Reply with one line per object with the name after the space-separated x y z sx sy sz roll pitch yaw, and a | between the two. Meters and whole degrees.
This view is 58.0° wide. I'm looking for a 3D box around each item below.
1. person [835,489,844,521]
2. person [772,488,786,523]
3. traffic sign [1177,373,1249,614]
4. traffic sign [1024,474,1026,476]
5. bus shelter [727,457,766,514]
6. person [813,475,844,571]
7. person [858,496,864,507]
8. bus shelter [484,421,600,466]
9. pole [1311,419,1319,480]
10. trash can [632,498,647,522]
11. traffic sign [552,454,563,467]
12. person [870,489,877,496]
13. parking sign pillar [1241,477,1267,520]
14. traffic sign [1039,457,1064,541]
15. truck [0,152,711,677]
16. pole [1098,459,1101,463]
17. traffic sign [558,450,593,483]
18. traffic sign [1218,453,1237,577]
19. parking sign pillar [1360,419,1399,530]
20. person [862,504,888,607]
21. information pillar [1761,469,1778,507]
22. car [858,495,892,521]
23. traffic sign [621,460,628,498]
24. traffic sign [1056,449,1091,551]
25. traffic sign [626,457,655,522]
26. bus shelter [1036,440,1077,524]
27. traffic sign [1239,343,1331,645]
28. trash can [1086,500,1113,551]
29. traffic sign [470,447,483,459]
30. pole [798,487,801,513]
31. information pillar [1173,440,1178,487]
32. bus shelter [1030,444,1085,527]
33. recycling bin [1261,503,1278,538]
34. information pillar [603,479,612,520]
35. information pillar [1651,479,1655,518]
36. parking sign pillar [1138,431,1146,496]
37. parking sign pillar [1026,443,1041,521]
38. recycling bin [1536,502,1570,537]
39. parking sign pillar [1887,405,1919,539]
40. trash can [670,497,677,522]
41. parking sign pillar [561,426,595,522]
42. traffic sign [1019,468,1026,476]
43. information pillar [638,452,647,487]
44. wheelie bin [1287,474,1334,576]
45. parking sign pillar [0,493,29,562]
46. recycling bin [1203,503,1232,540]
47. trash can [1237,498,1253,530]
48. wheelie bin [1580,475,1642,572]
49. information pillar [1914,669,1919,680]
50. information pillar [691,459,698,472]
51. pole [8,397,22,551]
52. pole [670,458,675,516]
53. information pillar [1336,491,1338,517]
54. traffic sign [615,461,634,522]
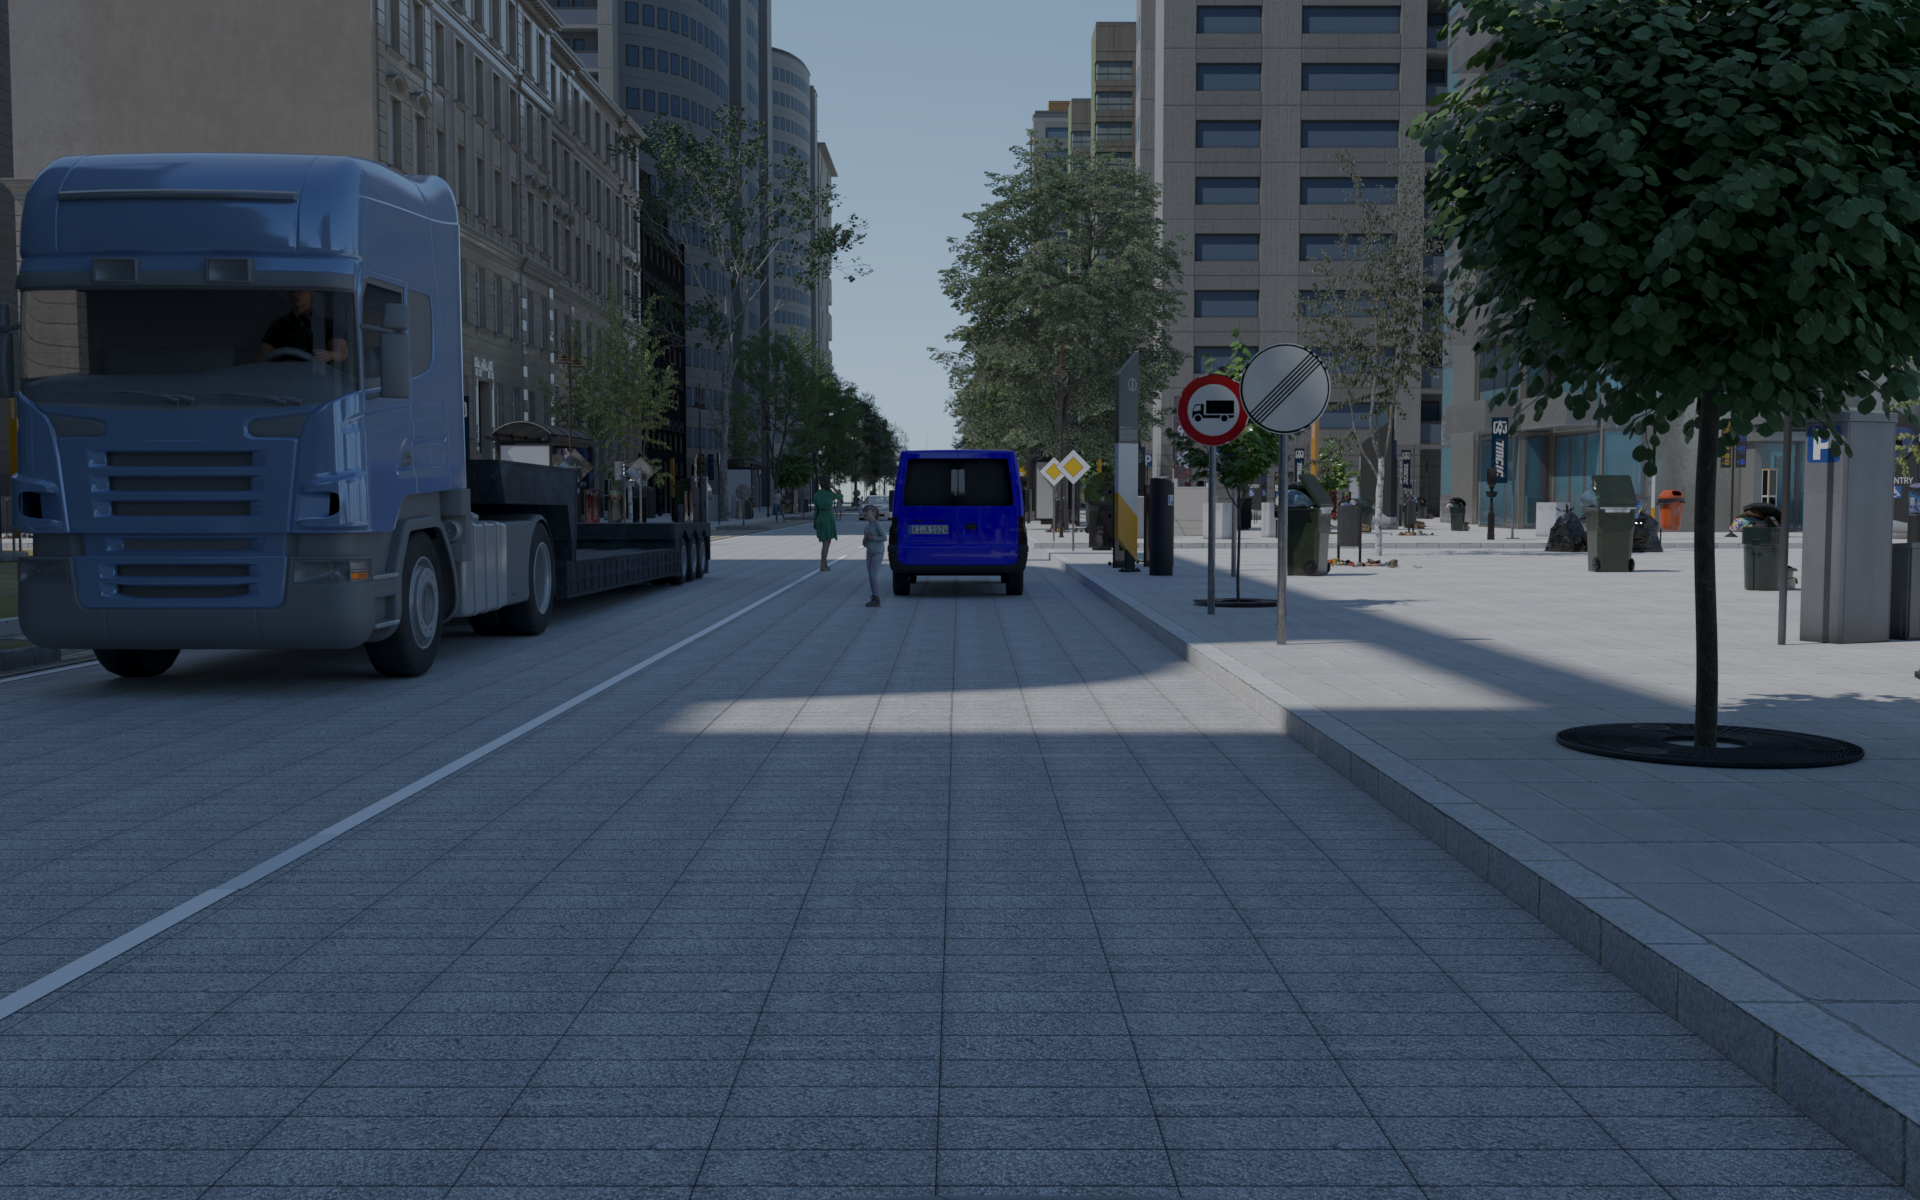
-6.500 -5.126 93.321 0.522 1.701 0.512 1 4 11 | person
-9.008 -4.721 86.272 0.643 1.750 0.593 2 4 34 | person
2.682 -1.120 18.411 0.768 2.556 0.104 0 4 3 | traffic sign
4.168 -6.378 104.386 0.768 2.556 0.104 0 4 4 | traffic sign
-12.176 -6.330 97.420 2.014 3.302 5.546 0 4 0 | bus shelter
-2.532 -1.450 32.449 0.600 1.795 0.529 2 4 23 | person
-6.341 -5.990 110.708 0.425 1.301 0.394 -1 4 -10 | person
-12.073 -3.459 50.478 2.014 3.302 5.546 0 4 0 | bus shelter
9.595 -3.244 46.875 0.158 3.312 0.155 0 3 0 | pole
-12.514 -3.413 67.449 0.748 1.137 0.748 0 3 0 | trash can
-12.914 -3.389 55.509 0.768 2.556 0.104 1 4 10 | traffic sign
-6.803 -7.902 137.712 1.348 1.821 0.705 -2 4 -33 | person
14.604 -5.963 85.963 1.447 3.967 1.447 -3 5 -40 | parking sign pillar
2.544 -2.647 46.920 0.795 2.450 0.064 0 3 0 | traffic sign
-5.449 -1.882 20.523 2.967 4.110 18.799 0 4 0 | truck
7.919 -6.382 98.184 0.158 3.312 0.155 0 3 0 | pole
-8.650 -2.160 38.954 0.795 2.450 0.064 0 3 0 | traffic sign
4.242 -1.631 26.770 0.768 2.556 0.104 1 4 9 | traffic sign
15.122 -4.530 62.538 1.447 3.967 1.447 -3 5 -44 | parking sign pillar
-1.112 -0.570 22.105 0.425 1.301 0.394 2 4 32 | person
23.674 -2.825 50.686 0.304 2.012 0.304 -1 4 -13 | information pillar
-4.501 -5.072 95.286 2.083 1.381 4.827 0 4 2 | car
-12.428 -3.918 64.162 0.768 2.556 0.104 0 4 7 | traffic sign
2.544 -2.159 38.935 0.795 2.450 0.064 0 3 0 | traffic sign
-8.651 -2.648 46.939 0.795 2.450 0.064 0 3 0 | traffic sign
4.293 -5.249 77.102 1.731 3.624 6.357 0 3 0 | bus shelter
2.739 -0.892 14.688 0.768 2.556 0.104 0 4 2 | traffic sign
3.241 -1.705 39.526 0.748 1.137 0.748 0 3 0 | trash can
-13.127 -2.825 46.294 0.768 2.556 0.104 0 4 3 | traffic sign
-11.158 -7.740 120.384 0.158 3.312 0.155 0 3 0 | pole
6.997 -3.971 56.287 0.183 3.616 0.504 0 4 -2 | information pillar
3.925 -4.663 70.162 2.014 3.302 5.546 0 3 0 | bus shelter
9.380 -2.374 51.368 0.722 1.027 0.722 0 4 -7 | recycling bin
-17.187 -4.894 84.509 0.304 2.012 0.304 1 4 16 | information pillar
19.628 -3.526 48.997 0.183 3.616 0.504 1 4 23 | information pillar
7.023 -5.051 71.064 1.447 3.967 1.447 -3 4 -38 | parking sign pillar
3.483 -5.815 83.550 1.447 3.967 1.447 0 4 -7 | parking sign pillar
17.899 -2.430 52.288 0.722 1.027 0.722 -3 4 -37 | recycling bin
27.048 -3.752 49.819 1.447 3.967 1.447 -2 4 -30 | parking sign pillar
-12.686 -4.056 77.965 0.748 1.137 0.748 0 3 0 | trash can
-15.065 -4.877 68.212 1.447 3.967 1.447 1 4 19 | parking sign pillar
3.553 -7.719 120.085 2.265 3.308 0.079 1 4 8 | traffic sign
-17.651 -6.417 96.278 0.504 3.616 0.183 0 4 -2 | information pillar
5.446 -1.184 27.274 0.693 1.594 0.980 2 4 31 | wheelie bin
-18.561 -2.717 32.891 1.447 3.967 1.447 -2 4 -35 | parking sign pillar
7.404 -2.249 49.320 0.722 1.027 0.722 3 5 45 | recycling bin
10.167 -3.093 62.224 0.748 1.137 0.748 0 3 0 | trash can
10.697 -1.265 28.584 0.980 1.594 0.693 0 4 0 | wheelie bin
6.749 -1.258 11.919 0.183 3.616 0.504 1 4 19 | information pillar
-17.803 -7.650 116.435 0.504 3.616 0.183 1 4 21 | information pillar
-19.153 -2.524 35.105 0.158 3.312 0.155 0 3 0 | pole
-16.828 -6.559 101.078 0.158 3.312 0.155 0 3 0 | pole
19.852 -5.356 92.067 0.304 2.012 0.304 -2 4 -32 | information pillar
-10.312 -3.129 53.284 0.606 2.300 0.079 0 4 2 | traffic sign
